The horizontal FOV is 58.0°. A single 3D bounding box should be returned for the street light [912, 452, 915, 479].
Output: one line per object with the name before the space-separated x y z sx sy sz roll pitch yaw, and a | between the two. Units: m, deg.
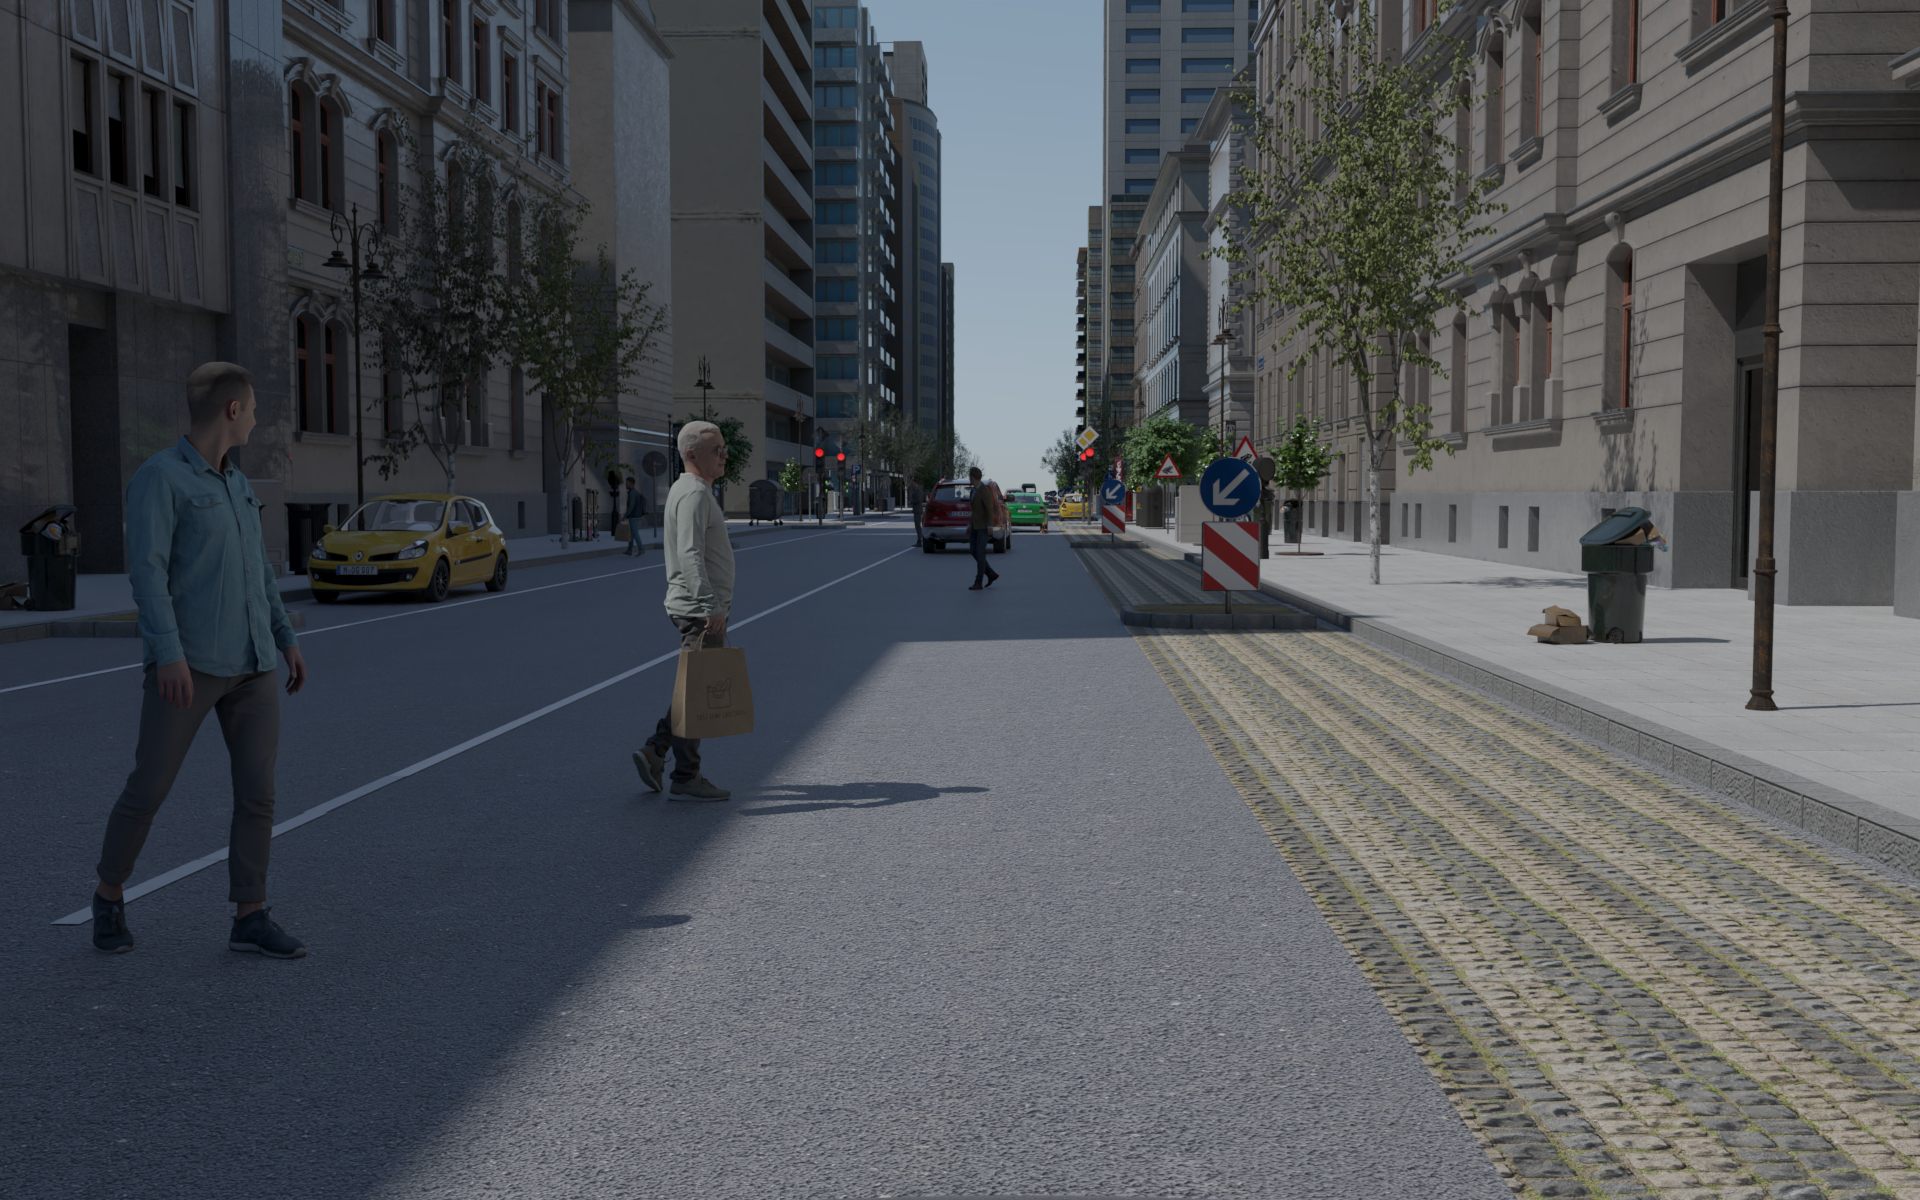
street light | -4.194 -11.230 156.394 0.468 5.910 1.993 0 4 2

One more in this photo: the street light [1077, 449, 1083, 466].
street light | 10.850 -11.069 153.765 0.468 5.910 1.993 0 4 2

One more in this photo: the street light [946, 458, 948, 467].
street light | -1.641 -14.990 217.868 0.468 5.910 1.993 0 4 2

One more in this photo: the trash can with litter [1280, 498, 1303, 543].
trash can with litter | 8.611 -2.066 45.173 0.624 1.170 1.055 0 4 5

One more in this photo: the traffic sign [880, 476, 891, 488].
traffic sign | -5.282 -7.514 122.953 0.768 2.556 0.104 0 4 7

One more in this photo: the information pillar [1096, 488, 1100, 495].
information pillar | 11.630 -8.642 145.795 0.304 2.012 0.304 1 4 13

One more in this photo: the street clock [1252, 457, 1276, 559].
street clock | 5.963 -1.805 34.083 0.471 2.002 0.358 -3 4 -37

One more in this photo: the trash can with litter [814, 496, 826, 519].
trash can with litter | -7.193 -4.731 88.734 0.624 1.170 1.055 0 4 -6

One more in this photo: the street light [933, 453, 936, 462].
street light | -2.824 -13.139 187.617 0.468 5.910 1.993 0 4 2

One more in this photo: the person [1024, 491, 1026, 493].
person | 6.554 -10.011 173.125 0.756 1.711 0.436 -1 4 -9

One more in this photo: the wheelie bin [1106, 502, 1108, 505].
wheelie bin | 11.395 -7.771 134.972 0.693 1.594 0.980 3 5 43

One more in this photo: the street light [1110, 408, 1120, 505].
street light | 8.331 -7.358 93.086 0.468 5.910 1.993 0 4 2

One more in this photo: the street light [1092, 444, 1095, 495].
street light | 9.625 -9.231 123.716 0.468 5.910 1.993 0 4 2

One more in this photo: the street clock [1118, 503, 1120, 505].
street clock | 12.601 -8.122 137.364 0.471 2.002 0.358 -3 5 -42

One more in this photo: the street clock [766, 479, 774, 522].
street clock | -8.871 -4.661 80.782 0.358 2.002 0.471 -3 5 -44

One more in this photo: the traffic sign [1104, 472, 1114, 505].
traffic sign | 8.809 -6.205 101.554 0.768 2.556 0.104 1 4 10

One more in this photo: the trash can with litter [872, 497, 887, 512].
trash can with litter | -5.628 -6.764 121.986 1.055 1.170 0.624 -2 4 -24

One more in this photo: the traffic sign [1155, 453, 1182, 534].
traffic sign | 6.655 -3.385 55.346 0.884 2.594 0.081 1 4 12

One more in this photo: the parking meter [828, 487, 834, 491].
parking meter | -9.684 -7.617 130.252 0.255 1.863 0.399 2 4 34

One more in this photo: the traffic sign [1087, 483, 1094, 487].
traffic sign | 10.095 -8.164 133.582 0.768 2.556 0.104 0 4 6

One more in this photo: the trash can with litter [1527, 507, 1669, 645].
trash can with litter | 5.477 -0.214 14.885 1.055 1.170 0.624 -1 4 -18

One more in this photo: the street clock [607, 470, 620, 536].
street clock | -10.496 -2.941 52.657 0.358 2.002 0.471 -3 5 -40

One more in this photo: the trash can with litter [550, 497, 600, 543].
trash can with litter | -10.542 -2.175 46.613 1.678 1.210 2.233 1 4 8

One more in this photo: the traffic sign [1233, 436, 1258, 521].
traffic sign | 6.345 -2.359 38.567 0.884 2.594 0.081 0 4 6

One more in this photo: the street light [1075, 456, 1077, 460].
street light | 11.456 -12.035 169.558 0.468 5.910 1.993 0 4 2

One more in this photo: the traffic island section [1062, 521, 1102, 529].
traffic island section | 5.675 -3.483 79.236 2.009 0.180 2.903 0 4 2

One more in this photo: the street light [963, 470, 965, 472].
street light | 0.651 -18.142 269.409 0.468 5.910 1.993 0 4 2

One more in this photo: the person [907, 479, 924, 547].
person | -1.212 -2.368 47.016 0.447 1.846 0.655 0 4 1

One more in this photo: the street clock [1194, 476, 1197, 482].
street clock | 7.824 -3.143 55.962 0.471 2.002 0.358 -2 4 -26

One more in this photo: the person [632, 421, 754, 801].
person | -1.242 0.062 7.980 0.515 1.767 0.782 -1 4 -14

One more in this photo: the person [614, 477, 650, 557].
person | -7.451 -1.885 39.297 0.713 1.824 0.794 1 4 18

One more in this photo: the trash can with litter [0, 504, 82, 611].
trash can with litter | -10.257 -0.470 19.072 1.055 1.170 0.624 0 4 6

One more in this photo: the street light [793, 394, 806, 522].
street light | -7.370 -6.556 79.977 0.468 5.910 1.993 0 4 2

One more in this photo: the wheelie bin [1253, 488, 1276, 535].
wheelie bin | 9.510 -2.835 54.268 0.693 1.594 0.980 1 4 17

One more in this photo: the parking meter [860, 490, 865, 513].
parking meter | -6.578 -6.609 116.467 0.372 1.533 0.369 0 3 0

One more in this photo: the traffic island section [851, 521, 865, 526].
traffic island section | -5.456 -3.513 79.712 2.009 0.180 2.903 0 4 2

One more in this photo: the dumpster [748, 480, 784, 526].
dumpster | -7.801 -3.903 69.565 1.264 1.857 1.865 0 4 2

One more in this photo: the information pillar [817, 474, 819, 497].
information pillar | -12.502 -9.821 151.925 0.183 3.616 0.504 2 4 34

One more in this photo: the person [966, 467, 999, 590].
person | 0.305 -1.087 26.188 0.656 1.842 0.836 2 4 34

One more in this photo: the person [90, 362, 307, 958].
person | -2.382 0.179 5.433 0.748 1.841 0.638 2 4 28

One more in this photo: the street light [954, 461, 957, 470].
street light | -0.711 -16.311 239.466 0.468 5.910 1.993 0 4 2

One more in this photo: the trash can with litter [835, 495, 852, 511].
trash can with litter | -8.922 -7.179 128.432 2.233 1.210 1.678 -1 4 -15

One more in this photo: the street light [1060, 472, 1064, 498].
street light | 16.359 -18.945 282.537 0.468 5.910 1.993 0 4 2

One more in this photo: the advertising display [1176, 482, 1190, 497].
advertising display | 11.756 -5.268 91.346 0.974 1.923 0.123 -3 5 -40

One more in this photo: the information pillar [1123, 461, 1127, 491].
information pillar | 11.606 -8.023 122.526 0.504 3.616 0.183 -3 4 -38

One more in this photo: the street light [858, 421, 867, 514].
street light | -6.182 -8.388 109.929 0.468 5.910 1.993 0 4 2

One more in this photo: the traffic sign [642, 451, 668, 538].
traffic sign | -8.988 -3.113 51.006 0.768 2.556 0.104 0 4 3

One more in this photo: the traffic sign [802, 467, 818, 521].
traffic sign | -7.080 -4.987 81.643 0.768 2.556 0.104 1 4 10

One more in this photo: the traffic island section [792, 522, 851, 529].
traffic island section | -5.795 -3.025 71.734 2.009 0.180 2.903 0 4 2
